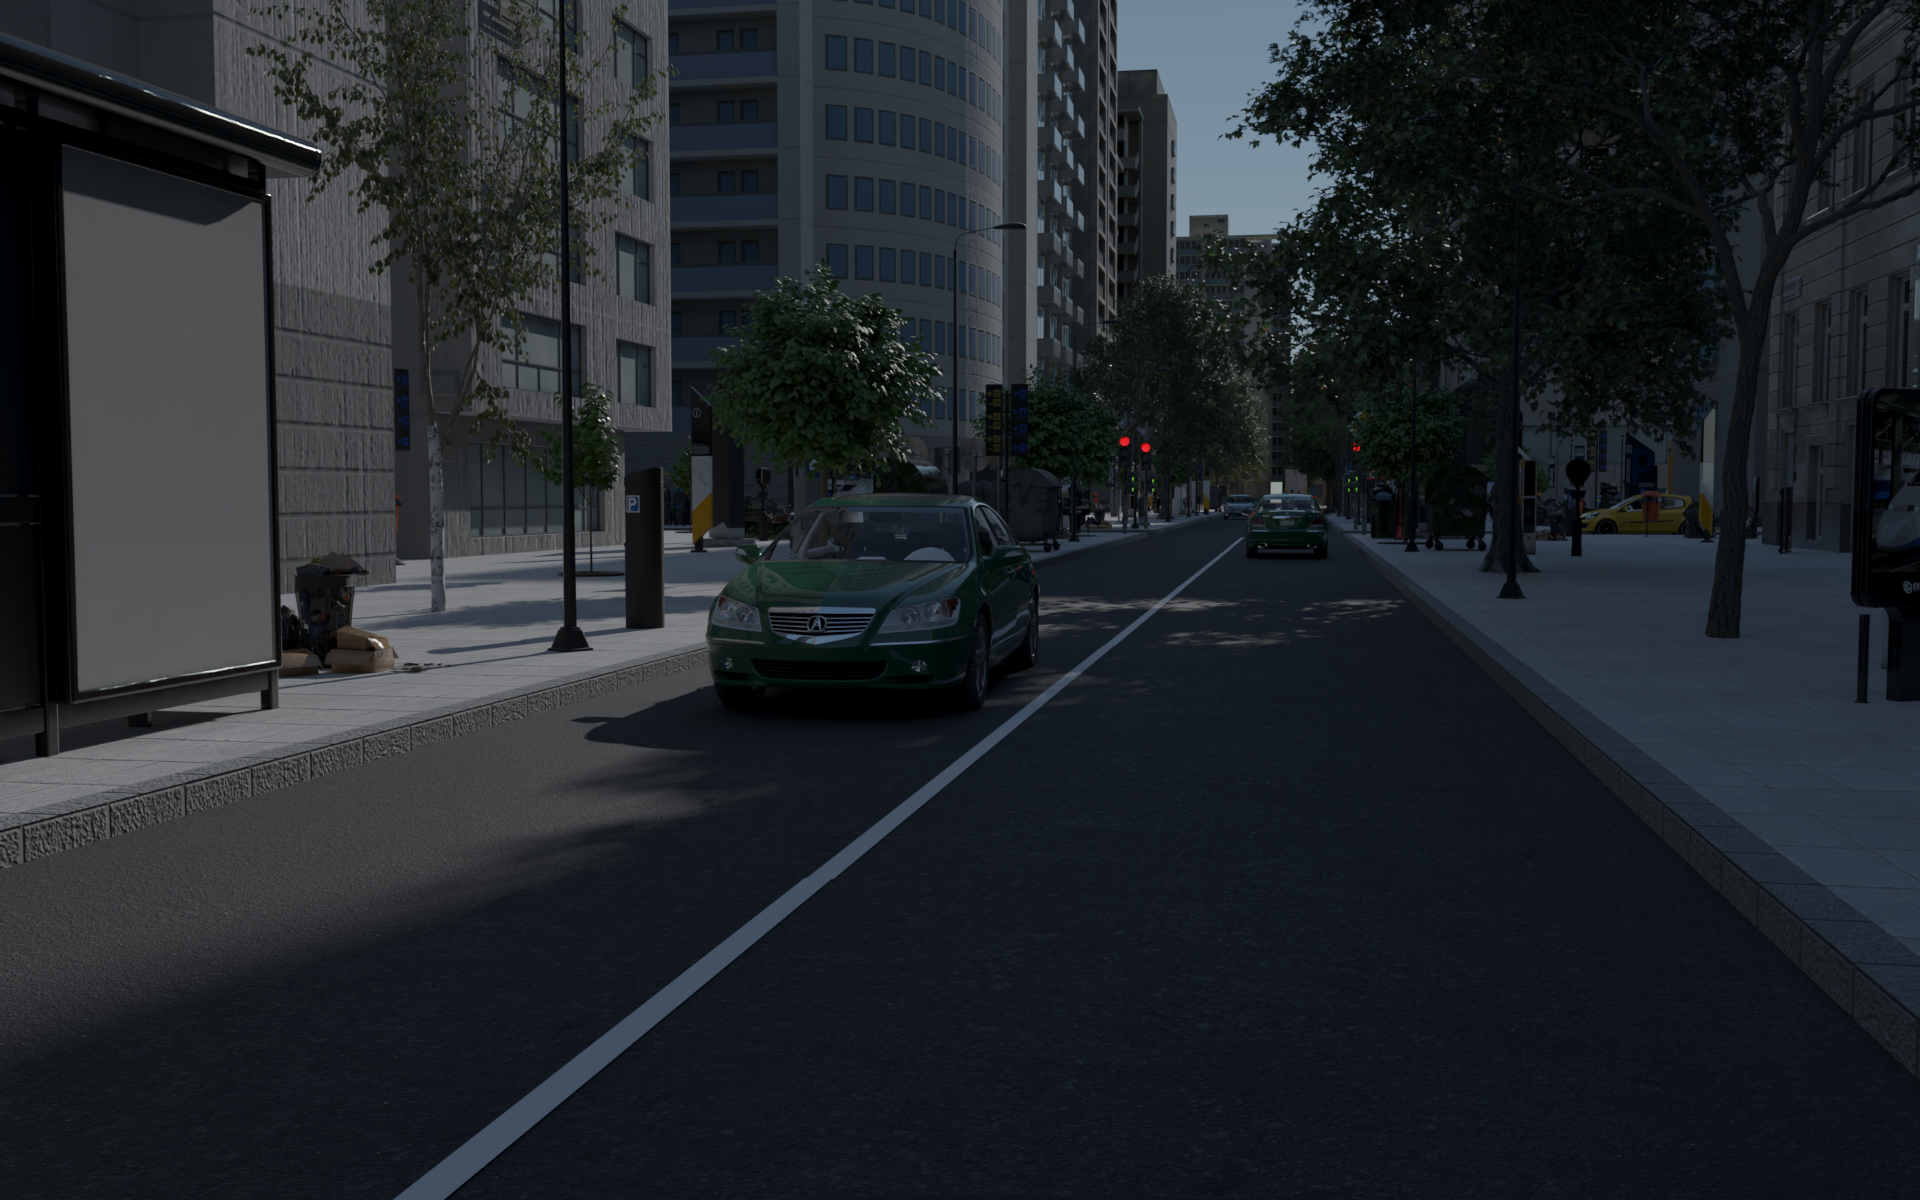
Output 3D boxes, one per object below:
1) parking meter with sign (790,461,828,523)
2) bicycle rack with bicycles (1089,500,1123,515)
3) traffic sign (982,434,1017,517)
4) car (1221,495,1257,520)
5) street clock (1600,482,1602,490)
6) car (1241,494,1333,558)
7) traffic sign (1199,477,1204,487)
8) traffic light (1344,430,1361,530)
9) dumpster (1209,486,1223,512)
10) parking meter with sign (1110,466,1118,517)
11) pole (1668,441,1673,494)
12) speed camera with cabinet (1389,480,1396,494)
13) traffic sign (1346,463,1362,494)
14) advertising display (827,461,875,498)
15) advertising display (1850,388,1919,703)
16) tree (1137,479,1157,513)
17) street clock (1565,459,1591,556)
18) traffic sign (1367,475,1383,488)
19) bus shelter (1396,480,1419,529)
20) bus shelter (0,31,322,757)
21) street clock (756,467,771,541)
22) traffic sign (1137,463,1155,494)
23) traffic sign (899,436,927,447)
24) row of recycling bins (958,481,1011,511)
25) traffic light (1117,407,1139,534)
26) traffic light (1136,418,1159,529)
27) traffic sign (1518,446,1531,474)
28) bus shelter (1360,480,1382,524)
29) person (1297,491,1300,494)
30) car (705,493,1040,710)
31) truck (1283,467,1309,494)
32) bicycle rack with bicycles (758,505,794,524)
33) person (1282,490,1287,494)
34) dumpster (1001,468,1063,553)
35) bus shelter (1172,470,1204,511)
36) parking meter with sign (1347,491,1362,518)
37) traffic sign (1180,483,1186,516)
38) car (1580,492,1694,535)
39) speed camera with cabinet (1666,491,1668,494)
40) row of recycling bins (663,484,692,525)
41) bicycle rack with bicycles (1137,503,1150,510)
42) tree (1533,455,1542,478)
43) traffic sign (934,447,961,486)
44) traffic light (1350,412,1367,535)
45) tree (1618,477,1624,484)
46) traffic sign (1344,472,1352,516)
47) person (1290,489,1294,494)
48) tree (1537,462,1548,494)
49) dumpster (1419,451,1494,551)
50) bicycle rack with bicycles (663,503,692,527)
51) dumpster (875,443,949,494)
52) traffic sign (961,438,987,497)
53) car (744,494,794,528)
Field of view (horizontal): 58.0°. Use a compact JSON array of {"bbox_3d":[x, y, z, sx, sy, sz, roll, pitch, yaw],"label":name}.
[{"bbox_3d":[-2.445,-1.976,28.566,0.543,3.016,1.738,-1,4,-20],"label":"parking meter with sign"},{"bbox_3d":[7.699,-5.556,104.217,2.852,0.926,2.925,-2,4,-24],"label":"bicycle rack with bicycles"},{"bbox_3d":[0.823,-2.214,36.298,0.768,2.556,0.104,1,4,17],"label":"traffic sign"},{"bbox_3d":[15.846,-5.276,98.266,2.014,1.417,4.499,1,4,9],"label":"car"},{"bbox_3d":[39.017,-6.153,105.164,0.358,2.002,0.471,0,4,6],"label":"street clock"},{"bbox_3d":[7.596,-1.742,40.282,2.131,1.459,4.920,1,4,10],"label":"car"},{"bbox_3d":[17.833,-7.727,126.438,0.768,2.556,0.104,1,4,17],"label":"traffic sign"},{"bbox_3d":[14.249,-4.490,62.328,0.839,4.253,0.868,1,4,11],"label":"traffic light"},{"bbox_3d":[17.935,-7.153,122.713,1.264,1.857,1.865,1,4,11],"label":"dumpster"},{"bbox_3d":[8.761,-6.219,97.940,0.543,3.016,1.738,1,4,9],"label":"parking meter with sign"},{"bbox_3d":[27.372,-4.460,66.769,0.158,3.312,0.155,0,3,0],"label":"pole"},{"bbox_3d":[18.250,-4.826,73.246,0.660,3.252,2.038,0,4,4],"label":"speed camera with cabinet"},{"bbox_3d":[15.750,-4.215,69.018,0.768,2.556,0.104,1,4,14],"label":"traffic sign"},{"bbox_3d":[-1.995,-1.569,30.865,0.974,1.923,0.123,-1,4,-13],"label":"advertising display"},{"bbox_3d":[5.951,-0.338,10.733,0.974,1.923,0.123,-1,4,-19],"label":"advertising display"},{"bbox_3d":[12.459,-7.531,117.738,1.663,3.219,1.824,0,3,0],"label":"tree"},{"bbox_3d":[12.707,-1.900,35.643,0.471,2.002,0.358,2,4,28],"label":"street clock"},{"bbox_3d":[15.423,-3.926,64.196,0.884,2.594,0.081,1,4,15],"label":"traffic sign"},{"bbox_3d":[16.968,-4.484,64.595,1.731,3.624,6.357,1,4,11],"label":"bus shelter"},{"bbox_3d":[-5.659,-1.745,6.167,2.179,5.291,8.768,1,4,11],"label":"bus shelter"},{"bbox_3d":[-5.350,-2.602,47.116,0.358,2.002,0.471,-2,4,-33],"label":"street clock"},{"bbox_3d":[7.227,-4.129,67.608,0.768,2.556,0.104,1,4,15],"label":"traffic sign"},{"bbox_3d":[-1.081,-2.330,38.198,0.768,2.556,0.104,1,4,15],"label":"traffic sign"},{"bbox_3d":[0.895,-2.947,55.292,1.069,1.692,3.534,2,4,26],"label":"row of recycling bins"},{"bbox_3d":[5.349,-4.097,55.901,0.839,4.253,0.868,1,4,11],"label":"traffic light"},{"bbox_3d":[6.872,-4.576,63.740,0.839,4.253,0.868,1,4,11],"label":"traffic light"},{"bbox_3d":[12.838,-2.377,40.053,0.795,2.450,0.064,1,4,19],"label":"traffic sign"},{"bbox_3d":[19.174,-6.186,78.773,2.179,5.291,8.768,1,4,11],"label":"bus shelter"},{"bbox_3d":[28.782,-8.411,146.743,0.721,1.736,1.217,3,5,44],"label":"person"},{"bbox_3d":[-0.494,-0.082,13.146,2.131,1.459,4.920,1,4,10],"label":"car"},{"bbox_3d":[35.767,-11.957,184.417,2.839,4.237,11.283,1,4,11],"label":"truck"},{"bbox_3d":[-4.866,-2.679,57.189,2.925,0.926,2.852,3,5,42],"label":"bicycle rack with bicycles"},{"bbox_3d":[29.839,-9.215,159.036,0.709,1.838,0.599,3,4,39],"label":"person"},{"bbox_3d":[1.550,-2.012,38.656,1.264,1.857,1.865,1,4,11],"label":"dumpster"},{"bbox_3d":[14.725,-7.256,112.552,2.014,3.302,5.546,1,4,11],"label":"bus shelter"},{"bbox_3d":[21.269,-5.867,92.189,1.738,3.016,0.543,-3,5,-42],"label":"parking meter with sign"},{"bbox_3d":[13.096,-6.272,102.647,0.768,2.556,0.104,1,4,21],"label":"traffic sign"},{"bbox_3d":[22.506,-2.878,57.282,3.980,1.641,2.015,1,4,11],"label":"car"},{"bbox_3d":[43.368,-6.719,104.197,2.038,3.252,0.660,0,4,7],"label":"speed camera with cabinet"},{"bbox_3d":[-11.070,-3.928,71.330,3.534,1.692,1.069,1,4,18],"label":"row of recycling bins"},{"bbox_3d":[12.556,-6.876,125.800,2.925,0.926,2.852,-2,4,-26],"label":"bicycle rack with bicycles"},{"bbox_3d":[31.543,-7.059,99.120,4.285,4.588,4.351,0,3,0],"label":"tree"},{"bbox_3d":[-0.276,-2.156,37.376,0.606,2.300,0.079,1,4,19],"label":"traffic sign"},{"bbox_3d":[12.726,-4.010,54.489,0.839,4.253,0.868,1,4,11],"label":"traffic light"},{"bbox_3d":[40.837,-6.712,104.340,1.663,3.219,1.824,0,3,0],"label":"tree"},{"bbox_3d":[20.495,-5.547,90.796,0.768,2.556,0.104,1,4,16],"label":"traffic sign"},{"bbox_3d":[19.936,-5.790,103.925,0.760,1.731,0.466,-2,4,-29],"label":"person"},{"bbox_3d":[34.725,-6.683,103.868,1.663,3.219,1.824,0,3,0],"label":"tree"},{"bbox_3d":[11.352,-2.275,39.686,1.502,2.255,1.985,1,4,11],"label":"dumpster"},{"bbox_3d":[-11.885,-3.402,69.002,2.852,0.926,2.925,0,4,1],"label":"bicycle rack with bicycles"},{"bbox_3d":[-1.140,-1.861,32.918,1.502,2.255,1.985,1,4,11],"label":"dumpster"},{"bbox_3d":[0.323,-2.416,39.615,0.768,2.556,0.104,1,4,19],"label":"traffic sign"},{"bbox_3d":[-7.484,-3.249,62.908,4.222,1.686,2.009,1,4,10],"label":"car"}]
